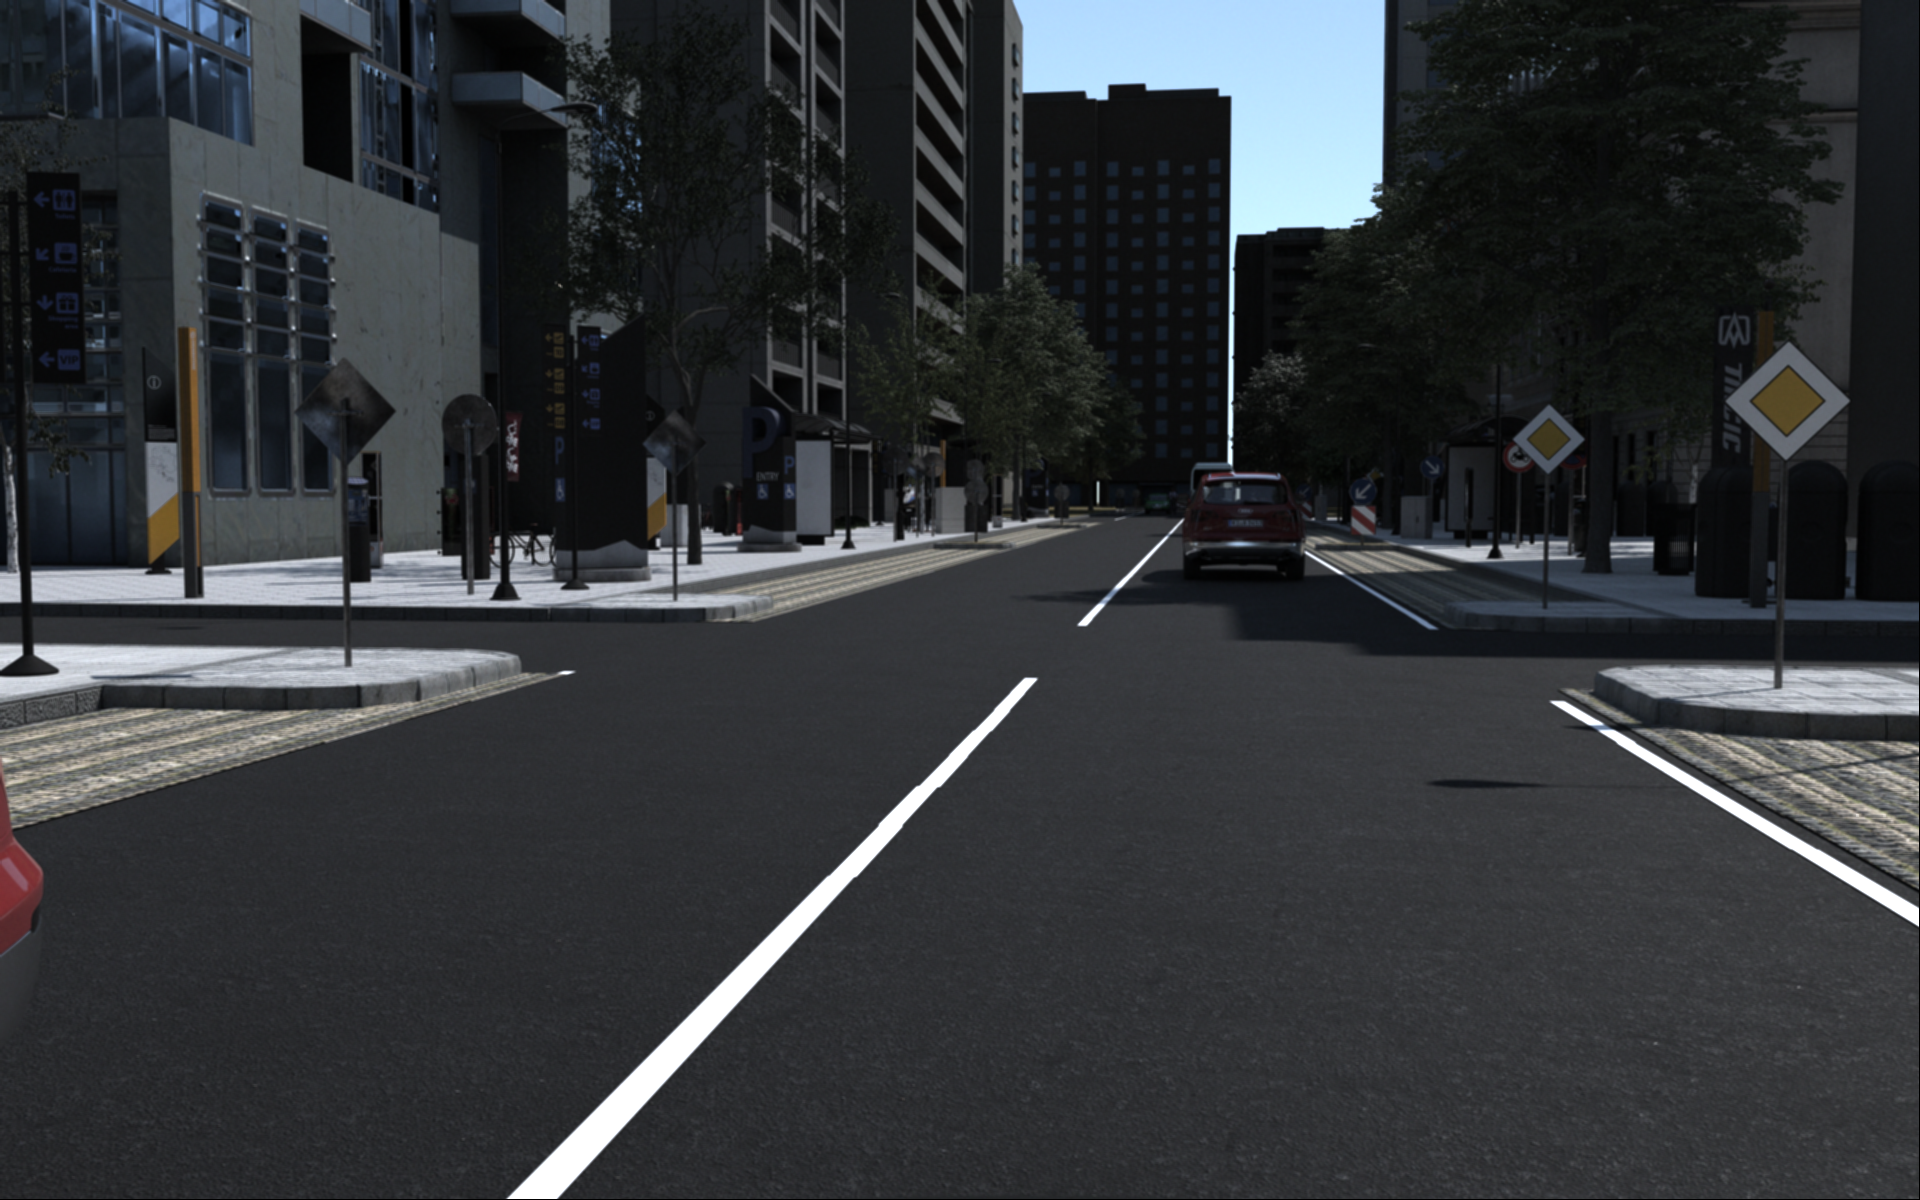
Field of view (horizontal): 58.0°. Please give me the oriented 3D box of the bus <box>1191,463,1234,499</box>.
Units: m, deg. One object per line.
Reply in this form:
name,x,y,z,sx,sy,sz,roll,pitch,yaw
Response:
bus,15.996,-6.967,108.774,2.948,3.499,13.247,1,4,9

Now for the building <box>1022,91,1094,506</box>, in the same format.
building,8.455,-33.228,193.384,14.200,45.320,14.600,0,4,8

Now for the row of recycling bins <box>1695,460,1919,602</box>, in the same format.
row of recycling bins,10.914,-0.858,21.135,3.534,1.692,1.069,1,4,18

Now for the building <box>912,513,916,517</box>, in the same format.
building,-11.652,-29.650,108.487,21.300,48.544,21.600,0,4,8

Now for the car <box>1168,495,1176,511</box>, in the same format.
car,17.347,-8.185,146.407,1.945,1.354,3.894,1,4,9

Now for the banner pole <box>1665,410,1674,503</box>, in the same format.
banner pole,19.348,-3.500,47.235,0.401,3.779,0.863,1,4,11

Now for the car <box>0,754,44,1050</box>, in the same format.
car,-2.824,0.477,0.883,2.281,1.827,5.304,0,4,6

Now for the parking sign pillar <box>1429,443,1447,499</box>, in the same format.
parking sign pillar,24.961,-6.241,90.516,1.447,3.967,1.447,3,4,37

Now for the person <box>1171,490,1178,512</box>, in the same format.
person,17.126,-7.976,139.442,0.750,1.759,0.617,-2,4,-26

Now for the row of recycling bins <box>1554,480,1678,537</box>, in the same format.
row of recycling bins,19.872,-2.774,52.472,3.534,1.692,1.069,0,4,7

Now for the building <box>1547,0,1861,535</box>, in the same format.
building,27.892,-12.081,62.152,10.561,19.102,19.286,0,4,8

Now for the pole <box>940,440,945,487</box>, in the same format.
pole,-0.653,-4.377,65.414,0.158,3.312,0.155,0,3,0

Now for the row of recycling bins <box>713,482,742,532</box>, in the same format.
row of recycling bins,-6.726,-3.082,57.500,3.534,1.692,1.069,2,4,29

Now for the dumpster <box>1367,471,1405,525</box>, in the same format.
dumpster,17.091,-4.119,69.836,1.502,2.255,1.985,0,4,8

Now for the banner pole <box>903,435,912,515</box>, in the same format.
banner pole,-2.169,-4.962,71.151,0.401,3.779,0.863,-2,4,-33

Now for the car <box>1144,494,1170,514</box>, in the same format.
car,14.160,-7.028,123.699,1.959,1.807,4.718,1,4,9

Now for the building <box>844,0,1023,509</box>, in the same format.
building,-6.011,-32.458,154.382,21.600,48.544,21.300,0,4,8

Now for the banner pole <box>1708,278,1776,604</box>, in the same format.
banner pole,9.165,-1.847,20.220,0.863,3.779,0.401,0,4,-1

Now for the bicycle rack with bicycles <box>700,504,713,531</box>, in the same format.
bicycle rack with bicycles,-9.839,-2.985,62.184,2.852,0.926,2.925,1,4,9

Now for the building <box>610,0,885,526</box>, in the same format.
building,-14.027,-39.103,77.584,20.563,71.187,20.611,0,4,8

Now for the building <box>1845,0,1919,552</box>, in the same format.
building,30.723,-14.442,29.631,24.014,27.812,14.314,0,4,8

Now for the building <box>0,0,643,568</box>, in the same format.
building,-22.326,-44.743,44.214,22.319,86.520,31.000,0,4,8

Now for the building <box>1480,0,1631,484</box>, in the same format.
building,32.995,-18.060,81.189,13.634,28.700,20.117,0,4,8

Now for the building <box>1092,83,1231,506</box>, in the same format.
building,22.627,-33.151,192.137,14.200,45.320,14.600,0,4,8

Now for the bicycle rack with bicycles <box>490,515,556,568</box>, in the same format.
bicycle rack with bicycles,-7.045,-1.032,30.256,2.852,0.926,2.925,1,4,23

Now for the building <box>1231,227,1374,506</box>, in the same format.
building,37.106,-25.614,190.485,14.107,30.474,14.160,0,4,8

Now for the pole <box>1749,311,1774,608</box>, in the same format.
pole,8.998,-1.566,19.440,0.158,3.312,0.155,0,3,0

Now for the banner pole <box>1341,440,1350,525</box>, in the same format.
banner pole,15.879,-4.950,70.952,0.401,3.779,0.863,0,4,-1

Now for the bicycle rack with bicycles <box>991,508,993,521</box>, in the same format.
bicycle rack with bicycles,0.205,-4.286,83.455,2.852,0.926,2.925,-1,4,-11

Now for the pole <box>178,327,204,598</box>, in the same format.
pole,-9.460,-1.679,21.297,0.158,3.312,0.155,0,3,0

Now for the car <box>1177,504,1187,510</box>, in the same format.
car,19.653,-8.877,157.505,2.083,1.381,4.827,1,4,9

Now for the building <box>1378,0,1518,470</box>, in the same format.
building,45.643,-36.743,142.739,21.231,58.520,28.212,0,4,8

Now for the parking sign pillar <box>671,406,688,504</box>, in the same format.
parking sign pillar,-8.486,-3.821,50.941,1.447,3.967,1.447,1,4,13

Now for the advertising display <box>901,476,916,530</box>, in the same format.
advertising display,-1.842,-3.423,61.176,0.123,1.923,0.974,2,4,27

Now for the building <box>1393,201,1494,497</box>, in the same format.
building,44.356,-16.513,115.021,27.650,21.520,28.899,0,4,8

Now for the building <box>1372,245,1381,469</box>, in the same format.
building,50.990,-25.457,187.918,14.107,30.474,14.160,0,4,8

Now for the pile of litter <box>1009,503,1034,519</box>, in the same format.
pile of litter,3.210,-4.729,91.290,1.719,0.858,1.176,-1,4,-12

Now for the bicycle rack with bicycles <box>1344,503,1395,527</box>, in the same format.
bicycle rack with bicycles,16.673,-3.303,67.394,2.852,0.926,2.925,-1,4,-17

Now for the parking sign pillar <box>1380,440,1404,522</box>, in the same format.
parking sign pillar,19.977,-5.557,79.325,1.447,3.967,1.447,0,4,0

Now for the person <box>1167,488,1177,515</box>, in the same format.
person,14.803,-6.873,120.747,0.709,1.838,0.599,1,4,12

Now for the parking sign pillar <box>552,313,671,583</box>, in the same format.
parking sign pillar,-5.316,-2.272,25.624,1.447,3.967,1.447,-3,4,-36

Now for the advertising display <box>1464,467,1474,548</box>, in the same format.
advertising display,12.284,-2.239,41.820,0.123,1.923,0.974,1,4,12

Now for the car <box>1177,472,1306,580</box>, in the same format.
car,4.966,-1.341,30.597,2.281,1.827,5.304,0,4,8

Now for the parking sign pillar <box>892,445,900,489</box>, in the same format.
parking sign pillar,-3.446,-6.427,93.550,1.447,3.967,1.447,0,4,-2
